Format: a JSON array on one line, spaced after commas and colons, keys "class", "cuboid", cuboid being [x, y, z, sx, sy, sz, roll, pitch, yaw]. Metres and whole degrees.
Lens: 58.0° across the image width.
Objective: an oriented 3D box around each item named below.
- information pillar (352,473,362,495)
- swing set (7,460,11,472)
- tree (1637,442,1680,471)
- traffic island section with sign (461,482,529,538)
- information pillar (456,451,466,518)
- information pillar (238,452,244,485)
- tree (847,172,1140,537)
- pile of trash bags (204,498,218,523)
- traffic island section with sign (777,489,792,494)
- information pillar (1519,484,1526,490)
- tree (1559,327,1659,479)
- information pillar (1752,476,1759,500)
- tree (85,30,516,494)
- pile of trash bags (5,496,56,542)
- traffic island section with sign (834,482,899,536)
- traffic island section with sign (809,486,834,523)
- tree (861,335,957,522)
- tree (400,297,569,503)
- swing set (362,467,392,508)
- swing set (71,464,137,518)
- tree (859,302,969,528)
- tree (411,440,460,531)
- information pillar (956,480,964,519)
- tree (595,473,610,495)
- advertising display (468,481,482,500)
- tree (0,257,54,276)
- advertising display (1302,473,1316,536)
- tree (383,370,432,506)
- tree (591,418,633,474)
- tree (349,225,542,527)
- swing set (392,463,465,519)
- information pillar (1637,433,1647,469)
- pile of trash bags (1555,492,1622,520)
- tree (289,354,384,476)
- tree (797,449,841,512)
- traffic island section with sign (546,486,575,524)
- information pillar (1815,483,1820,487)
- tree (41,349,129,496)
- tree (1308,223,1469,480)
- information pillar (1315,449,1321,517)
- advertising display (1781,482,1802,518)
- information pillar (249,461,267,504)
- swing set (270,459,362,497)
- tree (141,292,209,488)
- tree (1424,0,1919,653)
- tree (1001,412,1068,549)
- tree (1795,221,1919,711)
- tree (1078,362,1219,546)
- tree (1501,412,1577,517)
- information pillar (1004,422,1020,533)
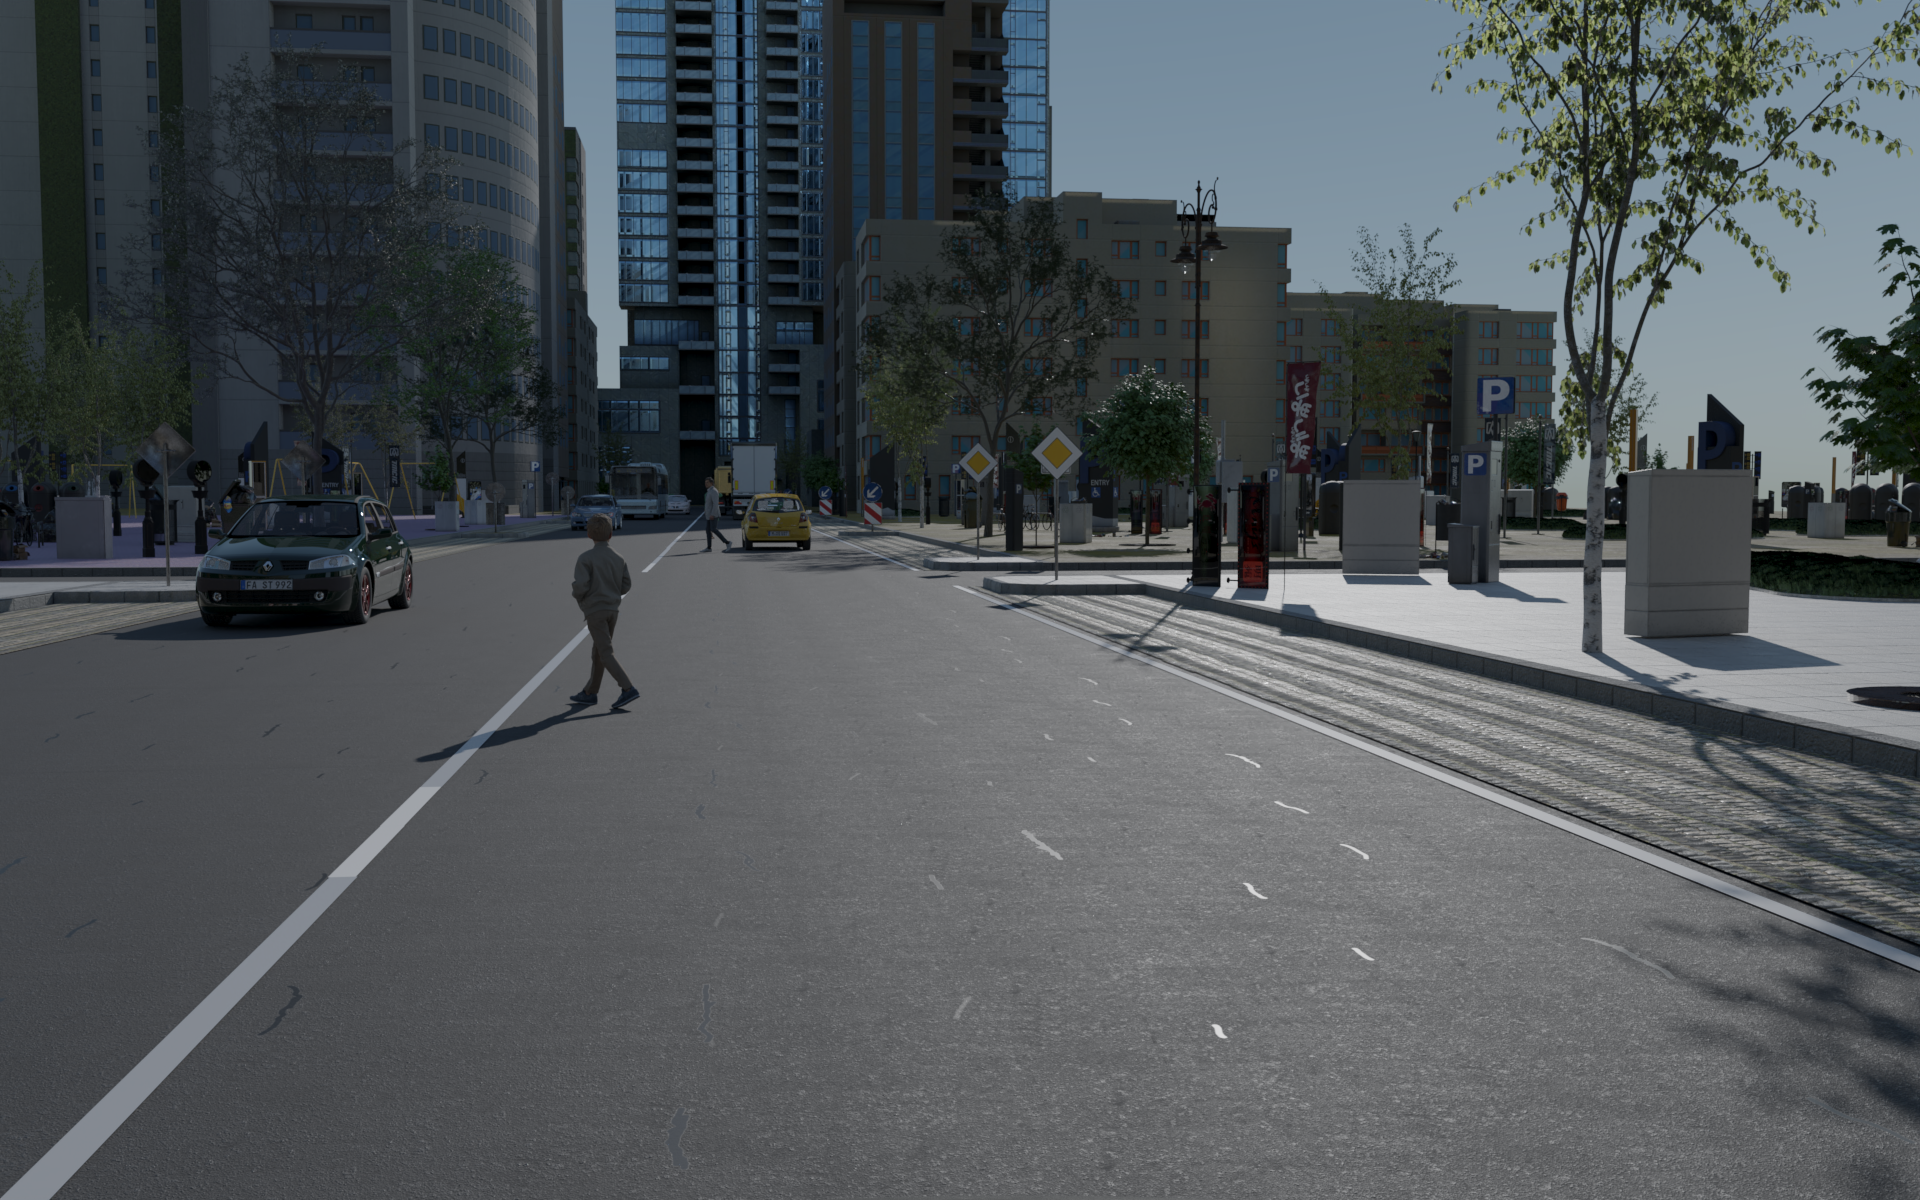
[{"class": "information pillar", "cuboid": [-20.702, -3.365, 59.517, 0.304, 2.012, 0.304, -2, 4, -24]}, {"class": "swing set", "cuboid": [-44.315, -5.035, 79.946, 3.119, 2.851, 2.862, 0, 4, 5]}, {"class": "tree", "cuboid": [26.163, -4.296, 64.843, 1.663, 3.219, 1.824, 0, 3, 0]}, {"class": "traffic island section with sign", "cuboid": [-15.246, -2.951, 56.883, 1.989, 1.847, 2.006, 0, 4, -8]}, {"class": "information pillar", "cuboid": [-26.596, -6.182, 92.429, 0.504, 3.616, 0.183, -2, 4, -25]}, {"class": "information pillar", "cuboid": [-36.908, -5.987, 89.242, 0.504, 3.616, 0.183, -2, 4, -24]}, {"class": "tree", "cuboid": [0.843, -7.142, 51.183, 8.767, 10.594, 7.601, 0, 4, -4]}, {"class": "pile of trash bags", "cuboid": [-35.066, -4.165, 77.845, 3.447, 1.369, 1.912, 1, 4, 18]}, {"class": "traffic island section with sign", "cuboid": [-13.621, -7.776, 135.771, 1.989, 1.847, 2.006, 0, 4, -8]}, {"class": "information pillar", "cuboid": [35.725, -7.254, 109.956, 0.504, 3.616, 0.183, 1, 4, 16]}, {"class": "tree", "cuboid": [28.212, -7.682, 75.962, 4.737, 8.622, 4.395, 0, 3, 0]}, {"class": "information pillar", "cuboid": [32.988, -4.132, 72.048, 0.304, 2.012, 0.304, -1, 4, -17]}, {"class": "tree", "cuboid": [-17.175, -8.297, 46.020, 12.009, 13.543, 11.850, 0, 3, 0]}, {"class": "pile of trash bags", "cuboid": [-25.427, -2.251, 46.558, 3.447, 1.369, 1.912, 0, 4, -1]}, {"class": "traffic island section with sign", "cuboid": [-3.180, -3.123, 59.684, 1.989, 1.847, 2.006, 0, 4, -8]}, {"class": "traffic island section with sign", "cuboid": [-6.861, -4.756, 86.388, 1.989, 1.847, 2.006, 0, 4, -8]}, {"class": "tree", "cuboid": [-2.559, -7.903, 79.570, 4.360, 8.622, 3.978, 0, 3, 0]}, {"class": "tree", "cuboid": [-20.580, -8.634, 75.573, 7.601, 10.594, 8.767, 0, 4, -4]}, {"class": "swing set", "cuboid": [-29.918, -5.357, 85.212, 2.862, 2.851, 3.119, 0, 4, -5]}, {"class": "swing set", "cuboid": [-45.494, -5.784, 92.184, 3.119, 2.851, 2.862, -2, 4, -32]}, {"class": "tree", "cuboid": [-1.677, -7.026, 65.246, 4.737, 8.622, 4.395, 0, 3, 0]}, {"class": "tree", "cuboid": [-18.342, -4.080, 61.306, 1.663, 3.219, 1.824, 0, 3, 0]}, {"class": "information pillar", "cuboid": [0.020, -5.140, 88.529, 0.304, 2.012, 0.304, 2, 4, 32]}, {"class": "tree", "cuboid": [-32.004, -9.838, 155.452, 1.663, 3.219, 1.824, 0, 3, 0]}, {"class": "advertising display", "cuboid": [-24.058, -4.934, 85.878, 0.123, 1.923, 0.974, 1, 4, 19]}, {"class": "tree", "cuboid": [-28.840, -6.306, 53.471, 4.737, 8.622, 4.395, 0, 3, 0]}, {"class": "advertising display", "cuboid": [10.678, -2.922, 52.982, 0.123, 1.923, 0.974, 0, 4, -5]}, {"class": "tree", "cuboid": [-32.309, -9.027, 97.953, 4.360, 8.622, 3.978, 0, 3, 0]}, {"class": "tree", "cuboid": [-32.832, -13.084, 164.287, 4.737, 8.622, 4.395, 0, 3, 0]}, {"class": "tree", "cuboid": [-19.911, -8.651, 67.194, 9.928, 11.665, 9.643, 0, 3, 0]}, {"class": "swing set", "cuboid": [-26.877, -5.453, 86.776, 3.119, 2.851, 2.862, 1, 4, 12]}, {"class": "information pillar", "cuboid": [26.255, -4.617, 66.842, 0.504, 3.616, 0.183, 0, 4, 0]}, {"class": "pile of trash bags", "cuboid": [31.366, -4.664, 86.006, 3.447, 1.369, 1.912, 1, 4, 23]}, {"class": "tree", "cuboid": [-33.215, -8.568, 90.449, 4.360, 8.622, 3.978, 0, 3, 0]}, {"class": "tree", "cuboid": [-10.247, -8.721, 126.303, 4.285, 4.588, 4.351, 0, 3, 0]}, {"class": "traffic island section with sign", "cuboid": [-18.905, -4.590, 83.676, 1.989, 1.847, 2.006, 0, 4, -8]}, {"class": "information pillar", "cuboid": [54.959, -6.522, 111.128, 0.304, 2.012, 0.304, 1, 4, 9]}, {"class": "tree", "cuboid": [-43.548, -8.339, 86.705, 4.360, 8.622, 3.978, 0, 3, 0]}, {"class": "tree", "cuboid": [11.602, -5.870, 46.339, 4.737, 8.622, 4.395, 0, 3, 0]}, {"class": "information pillar", "cuboid": [18.224, -5.886, 87.588, 0.504, 3.616, 0.183, 1, 4, 20]}, {"class": "advertising display", "cuboid": [42.958, -5.156, 89.517, 0.123, 1.923, 0.974, -3, 5, -39]}, {"class": "information pillar", "cuboid": [-15.617, -2.083, 38.545, 0.304, 2.012, 0.304, -2, 4, -34]}, {"class": "swing set", "cuboid": [-28.728, -4.845, 76.830, 3.119, 2.851, 2.862, 0, 4, 1]}, {"class": "tree", "cuboid": [-29.179, -6.840, 62.192, 4.737, 8.622, 4.395, 0, 3, 0]}, {"class": "tree", "cuboid": [5.373, -3.882, 13.841, 4.360, 8.622, 3.978, 0, 3, 0]}, {"class": "tree", "cuboid": [1.766, -2.848, 41.168, 1.663, 3.219, 1.824, 0, 3, 0]}, {"class": "tree", "cuboid": [6.024, -0.982, 10.654, 1.663, 3.219, 1.824, 0, 3, 0]}, {"class": "tree", "cuboid": [4.724, -3.626, 43.005, 4.285, 4.588, 4.351, 0, 3, 0]}, {"class": "tree", "cuboid": [23.152, -5.268, 69.840, 4.285, 4.588, 4.351, 0, 3, 0]}, {"class": "information pillar", "cuboid": [1.713, -3.989, 56.575, 0.504, 3.616, 0.183, -1, 4, -20]}]
